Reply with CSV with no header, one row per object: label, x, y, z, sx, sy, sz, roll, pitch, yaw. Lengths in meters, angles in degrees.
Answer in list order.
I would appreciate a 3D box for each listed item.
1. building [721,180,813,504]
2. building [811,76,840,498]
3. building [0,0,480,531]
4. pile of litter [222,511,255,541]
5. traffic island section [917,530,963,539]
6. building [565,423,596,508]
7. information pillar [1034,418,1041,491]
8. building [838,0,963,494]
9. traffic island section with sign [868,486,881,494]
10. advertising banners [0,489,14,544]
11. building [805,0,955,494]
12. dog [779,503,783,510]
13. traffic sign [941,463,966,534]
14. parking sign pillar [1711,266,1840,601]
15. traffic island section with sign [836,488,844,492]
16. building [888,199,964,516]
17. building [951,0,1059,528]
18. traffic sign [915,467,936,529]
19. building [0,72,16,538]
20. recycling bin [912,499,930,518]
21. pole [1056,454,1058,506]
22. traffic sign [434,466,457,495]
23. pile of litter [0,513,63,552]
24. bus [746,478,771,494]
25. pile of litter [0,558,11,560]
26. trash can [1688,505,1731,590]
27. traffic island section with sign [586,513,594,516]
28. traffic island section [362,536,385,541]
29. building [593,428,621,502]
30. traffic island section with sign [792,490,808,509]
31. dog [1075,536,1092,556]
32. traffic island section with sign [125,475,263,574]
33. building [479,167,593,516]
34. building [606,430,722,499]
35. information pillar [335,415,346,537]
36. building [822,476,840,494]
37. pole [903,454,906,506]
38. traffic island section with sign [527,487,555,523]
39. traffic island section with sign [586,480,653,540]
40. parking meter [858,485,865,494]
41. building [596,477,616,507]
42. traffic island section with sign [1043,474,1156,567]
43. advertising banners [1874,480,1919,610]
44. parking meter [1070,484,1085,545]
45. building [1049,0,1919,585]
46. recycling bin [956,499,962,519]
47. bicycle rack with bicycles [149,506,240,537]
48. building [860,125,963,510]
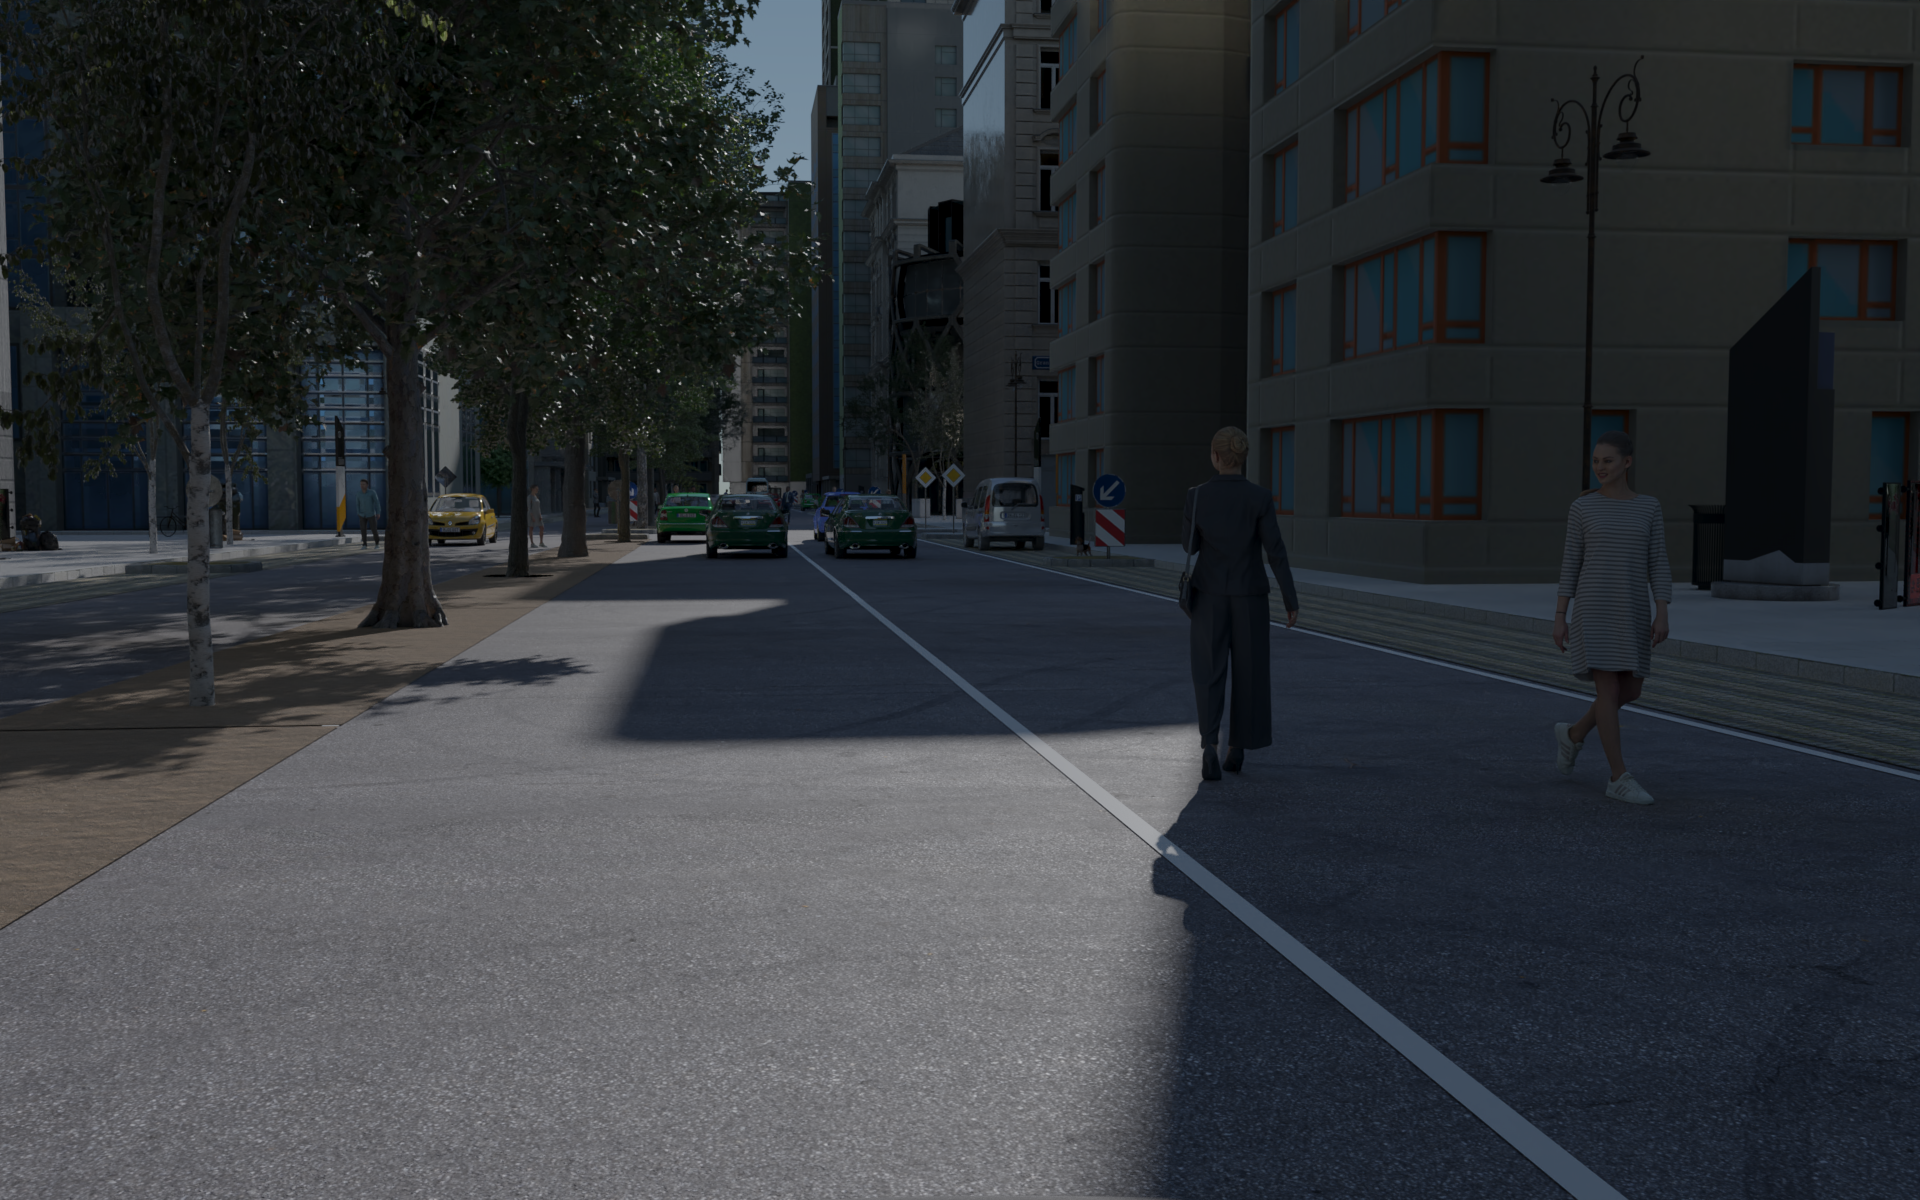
building,-24.398,-33.276,227.663,14.086,41.232,14.154,0,4,-8
building,-8.769,-32.856,187.306,14.600,45.320,14.200,0,4,-8
building,-32.443,-46.486,72.713,22.319,86.520,31.000,0,4,-8
pile of litter,-20.224,-2.053,47.538,1.719,0.858,1.176,-2,4,-29
traffic island section,-0.189,-2.081,56.311,2.009,0.180,2.903,0,4,-8
building,-46.625,-18.601,149.165,27.650,21.520,28.899,0,4,-8
information pillar,2.393,-3.793,53.373,0.183,3.616,0.504,-1,4,-15
building,-3.478,-28.435,148.505,14.154,41.232,14.086,0,4,-8
traffic island section with sign,-4.541,-4.896,88.676,1.989,1.847,2.006,0,4,-8
advertising banners,-23.434,-2.751,41.163,2.074,3.025,0.090,1,4,13
building,-7.645,-46.847,204.195,20.563,71.187,20.611,0,4,-8
dog,-13.121,-6.610,124.904,0.800,0.831,0.513,0,4,1
traffic sign,-0.212,-3.216,56.231,0.795,2.450,0.064,0,4,-8
parking sign pillar,10.062,-2.007,21.279,1.447,3.967,1.447,-1,4,-18
traffic island section with sign,-8.126,-6.530,115.393,1.989,1.847,2.006,0,4,-8
building,3.882,-14.685,107.554,16.820,18.784,16.811,0,4,-8
building,12.868,-16.788,71.750,25.104,27.353,12.463,0,4,-8
traffic sign,-1.276,-3.700,64.145,0.795,2.450,0.064,0,4,-8
building,-38.818,-30.384,38.781,28.212,58.520,21.231,0,4,-8
recycling bin,-2.096,-4.926,93.100,0.722,1.027,0.722,-3,5,-41
pole,3.661,-4.307,64.255,0.158,3.312,0.155,0,3,0
traffic sign,-18.369,-3.562,61.876,0.795,2.450,0.064,0,4,-8
pile of litter,-21.161,-1.539,39.125,1.719,0.858,1.176,-3,5,-42
bus,-23.951,-12.866,205.223,2.948,3.499,13.247,0,4,-6
pile of litter,-19.385,-1.198,33.558,1.719,0.858,1.176,-1,4,-21
trash can,10.144,-0.707,23.206,0.748,1.137,0.748,0,3,0
traffic island section with sign,-25.062,-6.442,113.954,1.989,1.847,2.006,0,4,-8
traffic island section,-17.328,-1.941,54.021,2.009,0.180,2.903,0,4,-8
building,-53.705,-33.268,198.551,28.867,44.769,22.147,0,4,-8
traffic island section with sign,-14.857,-9.589,165.411,1.989,1.847,2.006,0,4,-8
dog,2.706,-1.134,37.825,0.406,0.507,0.540,0,4,-2
traffic island section with sign,-14.032,-1.425,31.920,1.989,1.847,2.006,0,4,-8
building,-36.806,-30.133,112.275,23.786,49.044,30.456,0,4,-8
building,-42.633,-37.031,229.163,21.600,48.544,21.300,0,4,-8
information pillar,-18.561,-3.701,51.862,0.183,3.616,0.504,0,4,3
building,2.904,-29.195,169.224,32.217,40.220,23.993,0,4,-8
pole,-2.863,-5.816,88.941,0.158,3.312,0.155,0,3,0
traffic island section with sign,-21.471,-4.808,87.238,1.989,1.847,2.006,0,4,-8
traffic island section with sign,-10.924,-2.873,55.115,2.006,1.907,1.989,0,4,-8
parking meter,-6.552,-6.705,115.336,0.399,1.863,0.255,-1,4,-18
building,-51.677,-29.524,174.599,32.217,40.220,23.993,0,4,-8
traffic island section with sign,2.723,-1.596,34.721,1.989,1.847,2.006,0,4,-8
advertising banners,10.883,-1.440,19.725,2.074,3.025,0.090,-3,5,-43
parking meter,2.970,-2.165,43.816,0.372,1.533,0.369,0,3,0
building,18.361,-11.926,40.027,27.650,21.520,28.899,0,4,-8
recycling bin,0.187,-4.689,89.215,0.722,1.027,0.722,0,4,8
bicycle rack with bicycles,-22.873,-2.379,52.279,2.852,0.926,2.925,1,4,15
building,0.425,-20.840,128.129,14.401,28.519,23.554,0,4,-8
